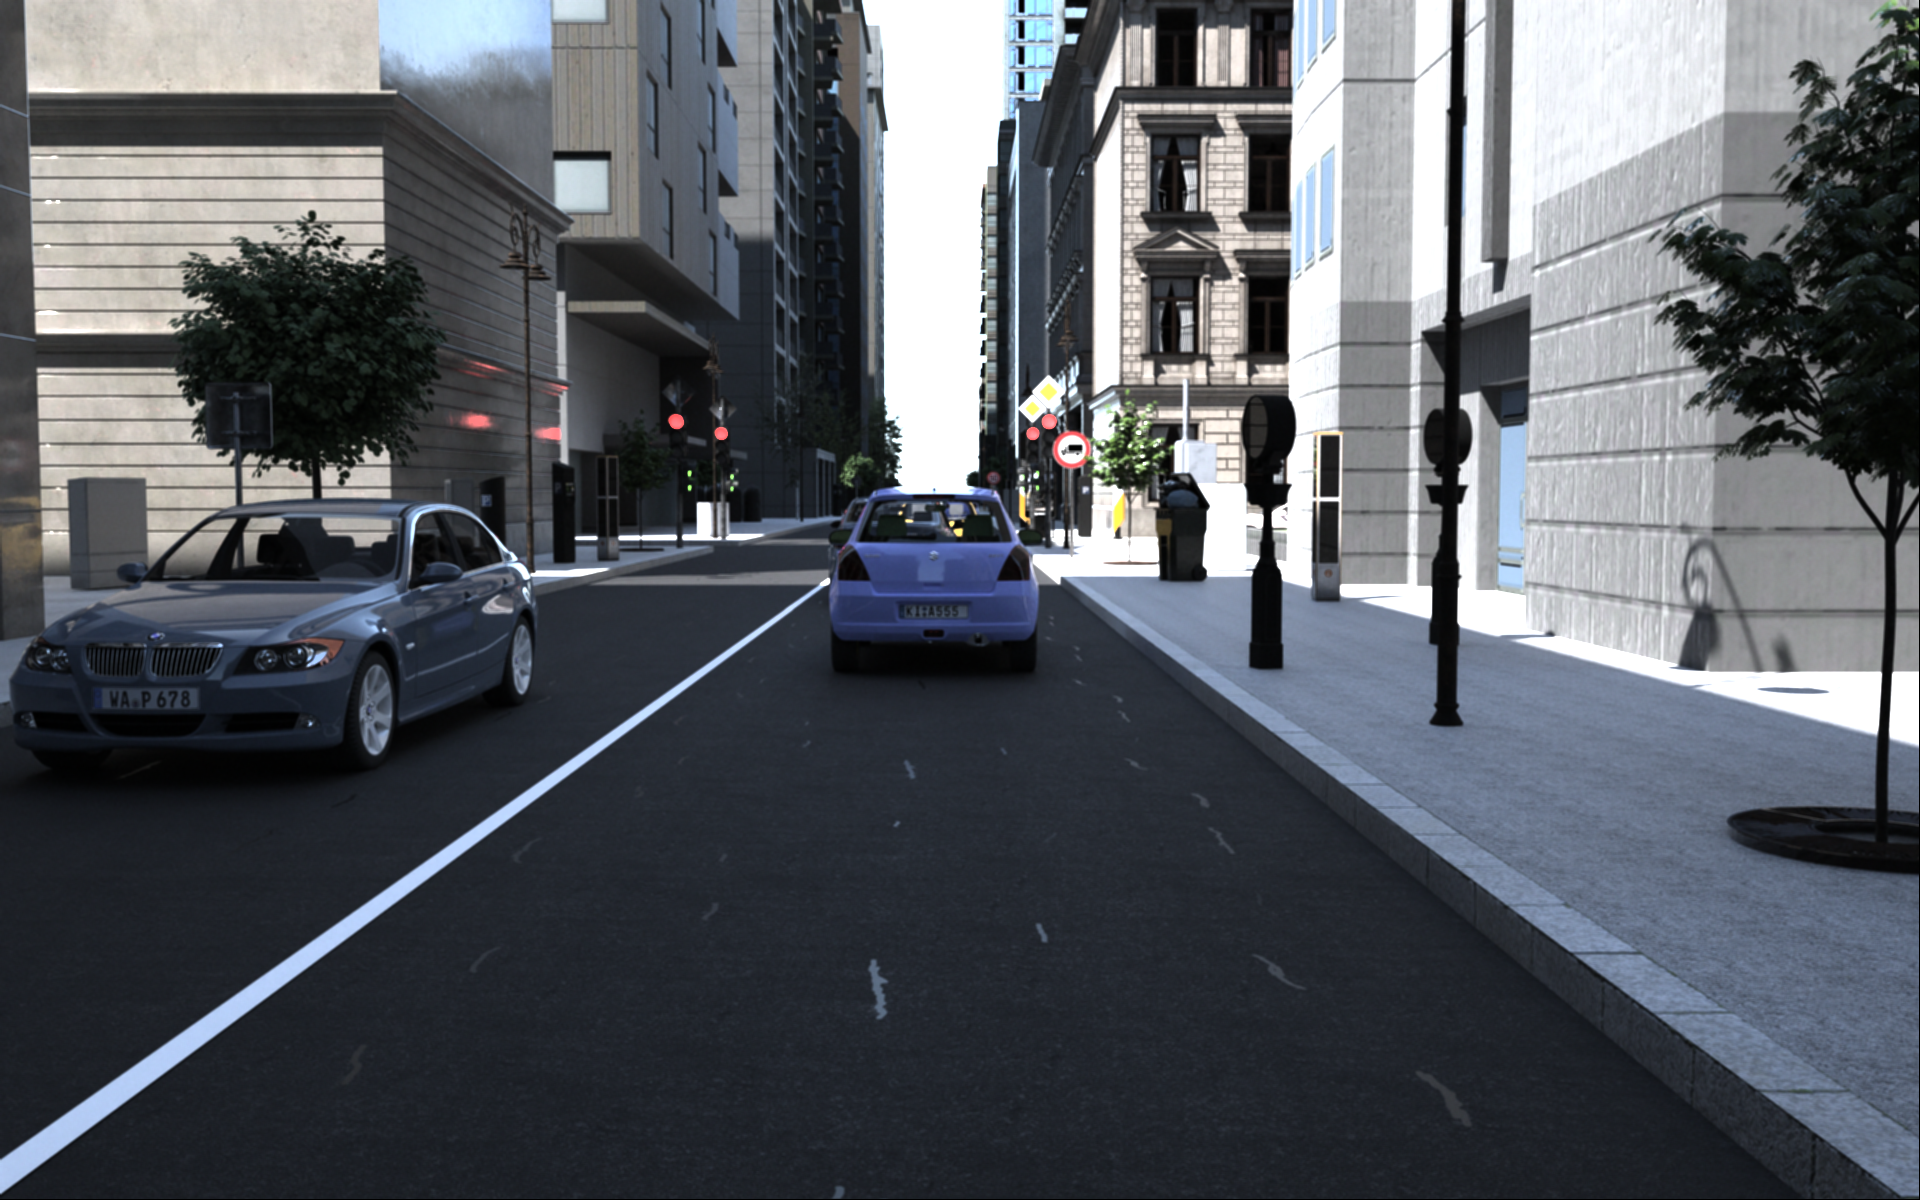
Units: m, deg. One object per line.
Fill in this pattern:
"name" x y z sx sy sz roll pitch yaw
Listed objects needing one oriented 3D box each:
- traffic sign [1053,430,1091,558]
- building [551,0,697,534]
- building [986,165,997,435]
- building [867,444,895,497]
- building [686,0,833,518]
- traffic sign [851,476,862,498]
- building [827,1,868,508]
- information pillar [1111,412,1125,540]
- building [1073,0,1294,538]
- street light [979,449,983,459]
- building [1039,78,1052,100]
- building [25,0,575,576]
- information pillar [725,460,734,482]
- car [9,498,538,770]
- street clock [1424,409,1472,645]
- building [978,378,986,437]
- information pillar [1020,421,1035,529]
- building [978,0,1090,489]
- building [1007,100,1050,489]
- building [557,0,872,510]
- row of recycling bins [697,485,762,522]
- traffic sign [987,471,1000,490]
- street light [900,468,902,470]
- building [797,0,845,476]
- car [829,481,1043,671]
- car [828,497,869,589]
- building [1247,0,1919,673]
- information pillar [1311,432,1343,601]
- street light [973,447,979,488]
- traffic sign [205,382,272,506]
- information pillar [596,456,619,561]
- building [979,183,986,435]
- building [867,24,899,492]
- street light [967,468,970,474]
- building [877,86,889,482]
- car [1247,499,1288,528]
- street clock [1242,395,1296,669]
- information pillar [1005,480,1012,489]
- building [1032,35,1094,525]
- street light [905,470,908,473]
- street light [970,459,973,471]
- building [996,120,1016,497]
"traffic sign" 2.238 -2.111 34.626 0.768 2.556 0.104 1 4 9
"building" -22.721 -28.904 61.812 28.713 52.752 27.495 0 4 0
"building" 10.218 -32.678 217.878 14.154 41.232 14.086 0 4 0
"building" -25.571 -33.989 247.595 32.217 40.220 23.993 0 4 0
"building" -17.862 -40.486 100.195 20.563 71.187 20.611 0 4 0
"traffic sign" -7.235 -7.417 121.379 0.768 2.556 0.104 0 4 5
"building" -15.718 -31.154 159.476 14.600 45.320 14.200 0 4 0
"information pillar" 4.472 -3.502 48.612 0.183 3.616 0.504 -2 4 -27
"building" 13.574 -11.642 54.971 19.286 19.102 10.561 0 4 0
"street light" 1.952 -10.184 139.292 0.468 5.910 1.993 0 4 0
"building" 19.204 -28.373 155.774 32.217 40.220 23.993 0 4 0
"building" -25.819 -13.085 33.032 34.723 24.649 14.460 0 4 0
"information pillar" -10.792 -5.463 80.678 0.504 3.616 0.183 1 4 13
"car" -3.862 0.090 10.525 2.014 1.417 4.499 0 4 1
"street clock" 4.131 -0.621 14.720 0.358 2.002 0.471 -1 4 -9
"building" 16.840 -25.953 269.374 27.650 21.520 28.899 0 4 0
"information pillar" 2.151 -3.892 54.986 0.504 3.616 0.183 -1 4 -9
"building" 13.335 -53.156 181.772 22.319 86.520 31.000 0 4 0
"building" 9.431 -18.124 114.344 12.078 24.808 19.932 0 4 0
"building" -23.986 -36.158 180.415 28.713 52.752 27.495 0 4 0
"row of recycling bins" -10.781 -4.403 79.106 3.534 1.692 1.069 -2 4 -24
"traffic sign" 1.867 -5.881 96.267 0.768 2.556 0.104 0 4 5
"street light" -8.182 -16.336 239.872 0.468 5.910 1.993 0 4 0
"building" -20.756 -29.562 137.970 22.147 44.769 28.867 0 4 0
"car" -0.217 -0.350 15.322 1.945 1.707 3.694 0 4 -1
"car" -0.908 -0.796 25.019 2.014 1.417 4.499 0 4 1
"building" 15.782 -29.522 24.676 21.231 58.520 28.212 0 4 0
"information pillar" 4.403 -0.997 20.787 0.304 2.012 0.304 0 4 1
"street light" 1.801 -12.055 169.892 0.468 5.910 1.993 0 4 0
"traffic sign" -6.608 -0.841 15.888 0.606 2.300 0.079 0 4 2
"information pillar" -6.780 -1.764 33.336 0.304 2.012 0.304 2 4 35
"building" 13.738 -35.756 239.227 22.147 44.769 28.867 0 4 0
"building" -19.840 -50.843 269.529 20.563 71.187 20.611 0 4 0
"street light" 1.489 -15.193 221.189 0.468 5.910 1.993 0 4 0
"building" -23.763 -38.672 221.527 28.713 52.752 27.495 0 4 0
"car" 8.761 -1.983 44.780 4.827 1.381 2.083 0 3 0
"street clock" 2.259 -0.499 12.723 0.358 2.002 0.471 -1 4 -14
"information pillar" 2.482 -5.114 88.101 0.304 2.012 0.304 -1 4 -8
"building" 8.814 -14.252 83.935 10.553 20.767 40.483 0 4 0
"street light" -8.418 -18.221 270.703 0.468 5.910 1.993 0 4 0
"street light" 1.652 -13.920 200.386 0.468 5.910 1.993 0 4 0
"building" 9.847 -22.343 137.002 14.160 30.474 14.107 0 4 0
